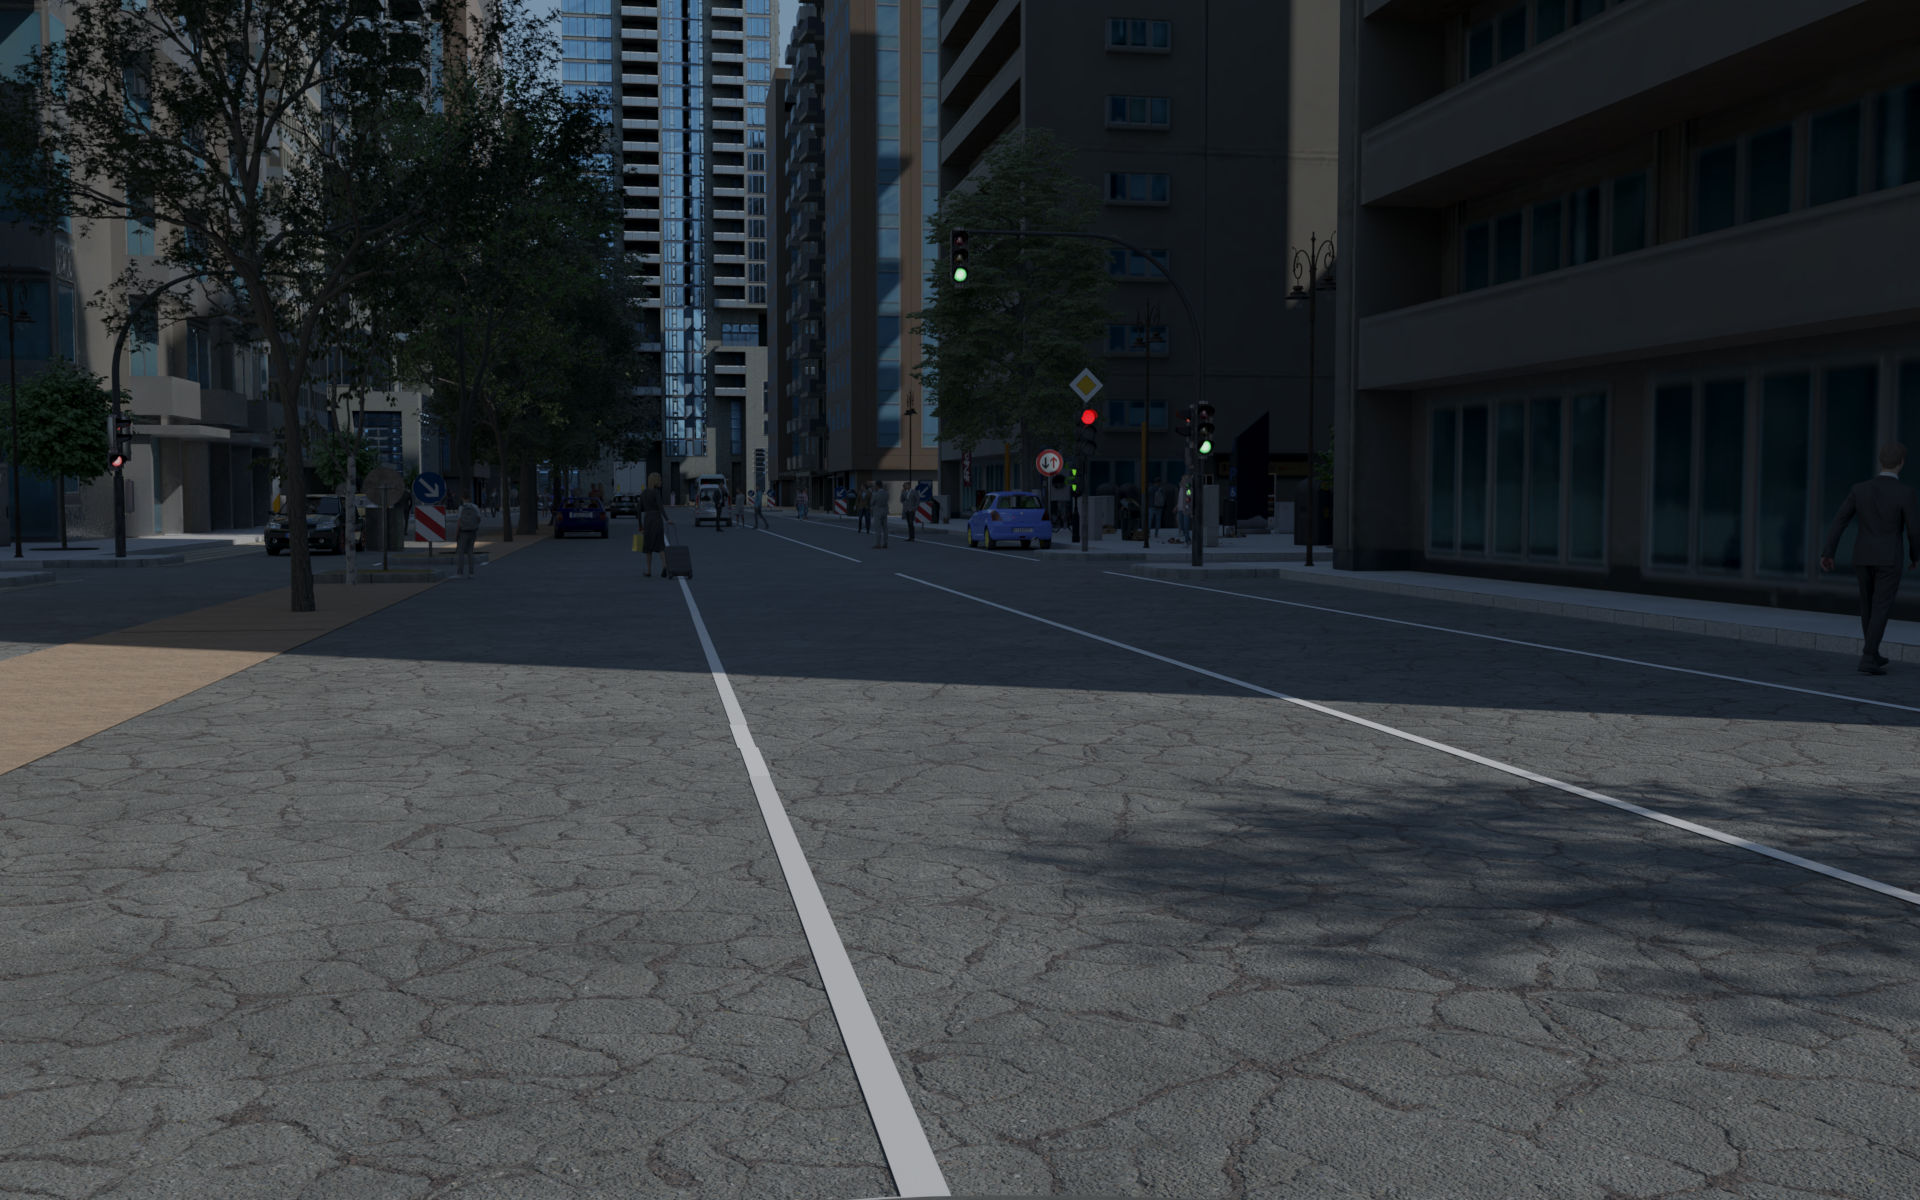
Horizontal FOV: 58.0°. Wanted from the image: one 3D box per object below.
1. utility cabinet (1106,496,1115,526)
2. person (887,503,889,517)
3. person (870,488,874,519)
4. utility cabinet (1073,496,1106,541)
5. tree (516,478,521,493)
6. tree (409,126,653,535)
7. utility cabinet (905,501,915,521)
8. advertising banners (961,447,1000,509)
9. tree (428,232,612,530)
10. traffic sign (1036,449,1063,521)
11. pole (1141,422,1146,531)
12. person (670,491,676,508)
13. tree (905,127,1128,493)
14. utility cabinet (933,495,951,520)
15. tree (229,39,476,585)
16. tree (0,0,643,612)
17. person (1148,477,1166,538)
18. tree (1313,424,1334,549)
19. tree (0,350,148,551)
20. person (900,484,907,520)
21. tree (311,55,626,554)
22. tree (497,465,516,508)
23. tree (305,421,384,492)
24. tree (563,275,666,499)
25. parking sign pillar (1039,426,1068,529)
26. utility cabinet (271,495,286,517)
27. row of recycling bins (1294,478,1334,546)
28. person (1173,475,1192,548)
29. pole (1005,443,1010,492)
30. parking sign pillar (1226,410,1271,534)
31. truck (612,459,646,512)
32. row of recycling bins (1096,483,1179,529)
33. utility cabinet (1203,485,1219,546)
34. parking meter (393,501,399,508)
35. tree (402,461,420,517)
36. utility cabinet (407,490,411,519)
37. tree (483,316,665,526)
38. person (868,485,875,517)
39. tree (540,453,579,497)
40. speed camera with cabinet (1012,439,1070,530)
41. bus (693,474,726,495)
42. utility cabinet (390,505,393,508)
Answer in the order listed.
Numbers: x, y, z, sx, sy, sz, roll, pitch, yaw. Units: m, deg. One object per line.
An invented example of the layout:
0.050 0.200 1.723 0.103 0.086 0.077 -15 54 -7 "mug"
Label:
5.025 -3.008 60.345 0.306 1.237 1.020 -1 4 -20 "utility cabinet"
-4.203 -5.343 98.063 0.373 1.253 0.362 2 4 27 "person"
-4.448 -4.880 87.643 0.330 1.601 0.589 -2 4 -31 "person"
3.536 -2.259 48.097 0.306 1.237 1.020 -2 4 -33 "utility cabinet"
-45.605 -11.399 180.975 1.663 3.219 1.824 0 3 0 "tree"
-15.224 -9.251 60.367 9.857 13.997 8.962 0 3 0 "tree"
-2.179 -4.419 83.413 0.306 1.237 1.020 3 5 42 "utility cabinet"
0.774 -4.097 63.175 0.090 3.025 2.074 -3 5 -44 "advertising banners"
-17.205 -9.085 69.129 7.486 12.596 7.792 0 3 0 "tree"
2.549 -3.014 49.388 0.768 2.556 0.104 0 4 -1 "traffic sign"
5.228 -3.382 49.138 0.158 3.312 0.155 0 3 0 "pole"
-30.233 -10.602 182.508 0.551 1.740 0.621 -1 4 -18 "person"
1.802 -8.327 54.266 7.486 12.596 7.792 0 3 0 "tree"
-0.969 -4.485 84.490 1.020 1.237 0.306 2 4 33 "utility cabinet"
-9.558 -4.538 27.016 4.360 8.622 3.978 0 3 0 "tree"
-8.017 -5.150 21.067 8.767 10.594 7.601 -1 4 -10 "tree"
5.758 -2.729 51.005 0.623 1.781 0.721 0 4 5 "person"
9.055 -2.836 40.962 1.663 3.219 1.824 0 3 0 "tree"
-20.553 -3.430 39.799 4.285 4.588 4.351 0 3 0 "tree"
-2.709 -4.952 87.214 0.583 1.804 0.606 -1 4 -22 "person"
-11.698 -6.891 40.873 9.928 11.665 9.643 0 3 0 "tree"
-41.924 -12.710 158.164 4.360 8.622 3.978 0 3 0 "tree"
-27.474 -5.724 77.306 4.285 4.588 4.351 0 3 0 "tree"
-20.178 -10.739 88.402 12.009 13.543 11.850 0 3 0 "tree"
3.338 -4.678 64.958 1.447 3.967 1.447 -1 4 -9 "parking sign pillar"
-31.974 -4.284 81.208 1.020 1.237 0.306 3 5 41 "utility cabinet"
10.103 -2.241 43.753 3.534 1.692 1.069 -1 4 -15 "row of recycling bins"
5.397 -2.122 41.411 0.731 1.740 0.598 3 5 40 "person"
1.897 -4.612 69.242 0.158 3.312 0.155 0 3 0 "pole"
9.270 -4.104 55.566 1.447 3.967 1.447 -2 4 -30 "parking sign pillar"
-27.172 -9.387 142.389 2.839 4.237 11.283 -1 4 -12 "truck"
6.597 -3.471 63.857 3.534 1.692 1.069 -2 4 -31 "row of recycling bins"
6.020 -2.058 42.328 0.318 1.500 1.173 0 4 -7 "utility cabinet"
-27.654 -4.692 85.120 0.372 1.533 0.369 0 3 0 "parking meter"
-31.186 -6.386 99.016 1.663 3.219 1.824 0 3 0 "tree"
-27.923 -4.800 87.164 0.318 1.500 1.173 -1 4 -8 "utility cabinet"
-18.131 -9.680 77.730 9.611 12.733 9.660 0 3 0 "tree"
-5.002 -5.516 96.418 0.473 1.802 0.592 -2 4 -24 "person"
-21.867 -8.797 96.650 4.360 8.622 3.978 0 3 0 "tree"
2.932 -4.171 62.527 2.038 3.252 0.660 1 4 11 "speed camera with cabinet"
-24.353 -10.635 168.741 2.948 3.499 13.247 -1 4 -10 "bus"
-27.446 -4.479 81.908 1.173 1.500 0.318 0 4 3 "utility cabinet"
